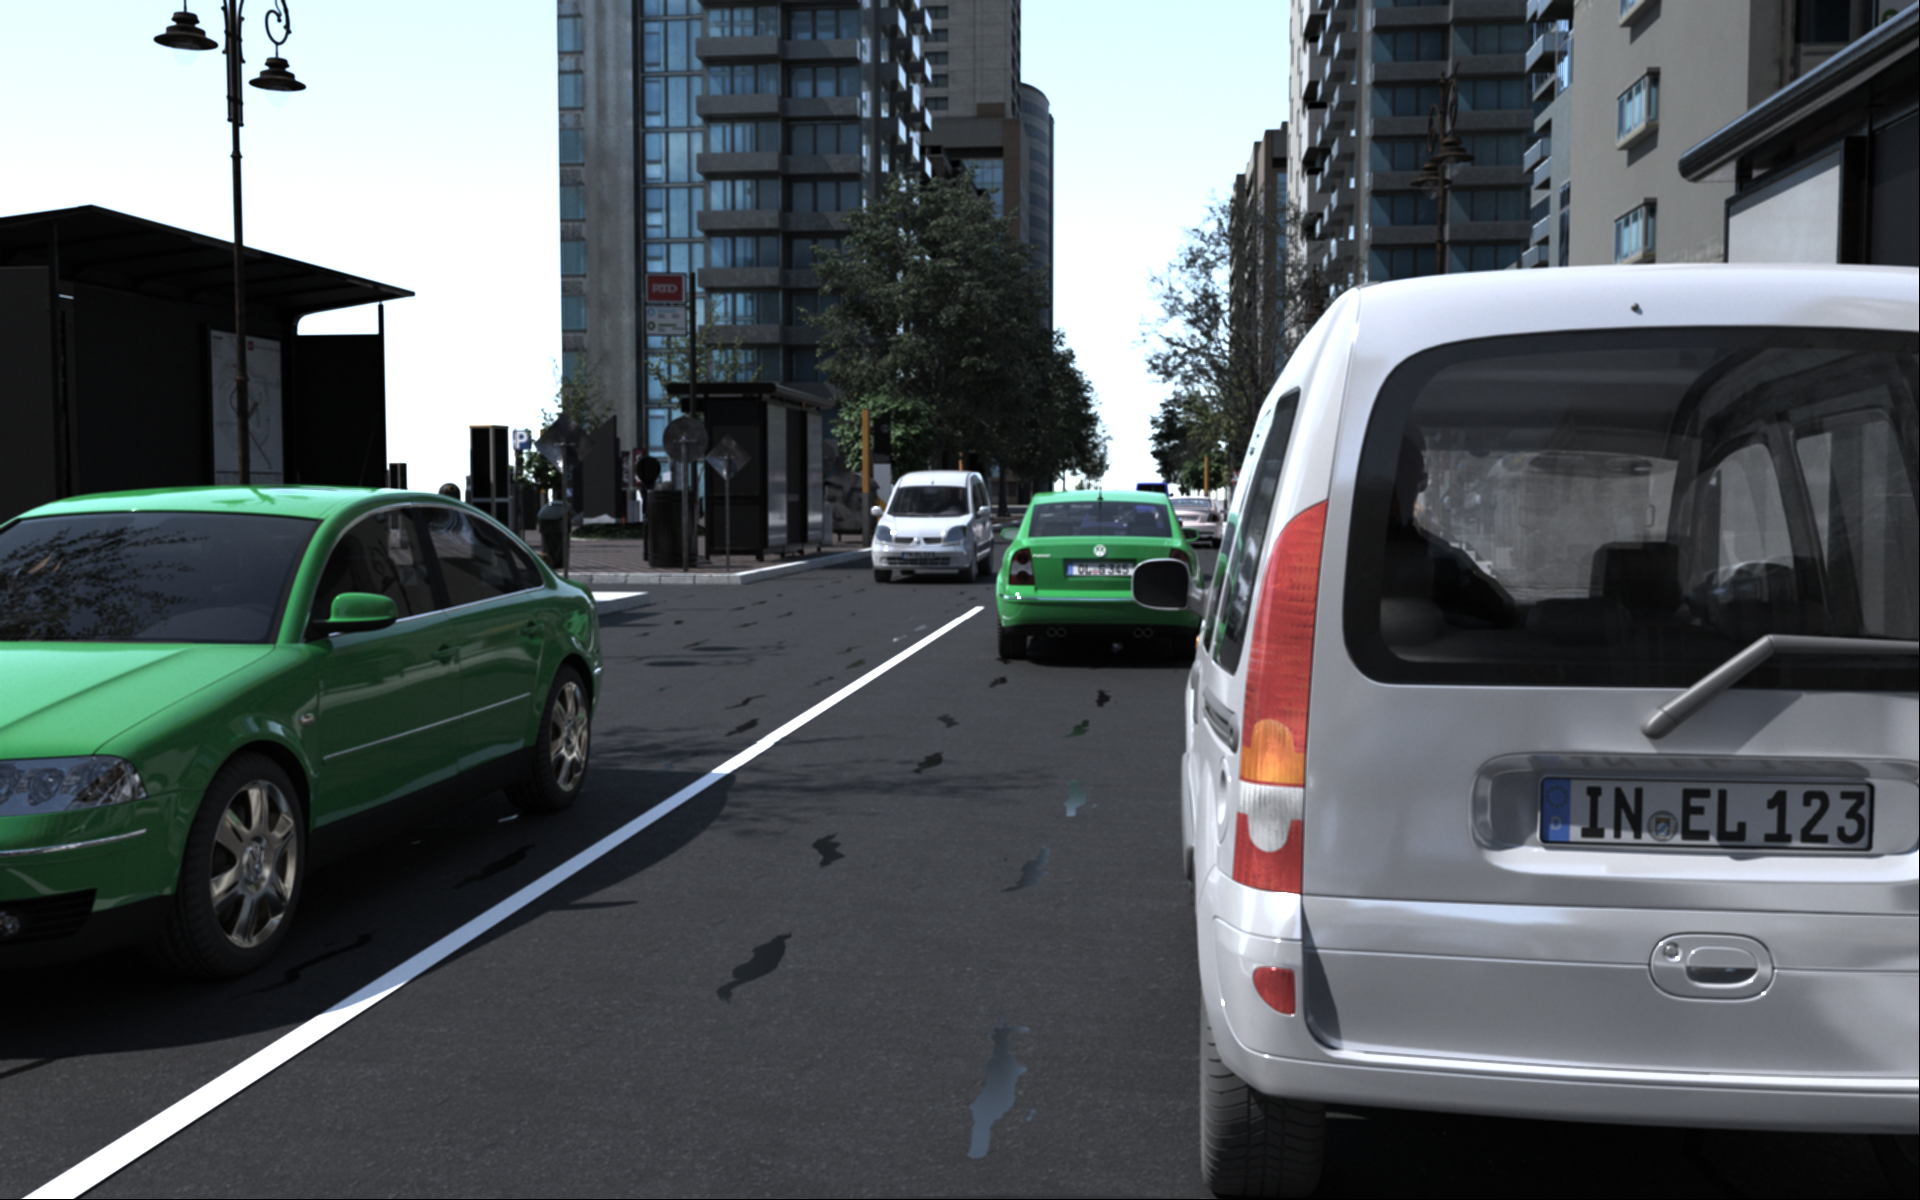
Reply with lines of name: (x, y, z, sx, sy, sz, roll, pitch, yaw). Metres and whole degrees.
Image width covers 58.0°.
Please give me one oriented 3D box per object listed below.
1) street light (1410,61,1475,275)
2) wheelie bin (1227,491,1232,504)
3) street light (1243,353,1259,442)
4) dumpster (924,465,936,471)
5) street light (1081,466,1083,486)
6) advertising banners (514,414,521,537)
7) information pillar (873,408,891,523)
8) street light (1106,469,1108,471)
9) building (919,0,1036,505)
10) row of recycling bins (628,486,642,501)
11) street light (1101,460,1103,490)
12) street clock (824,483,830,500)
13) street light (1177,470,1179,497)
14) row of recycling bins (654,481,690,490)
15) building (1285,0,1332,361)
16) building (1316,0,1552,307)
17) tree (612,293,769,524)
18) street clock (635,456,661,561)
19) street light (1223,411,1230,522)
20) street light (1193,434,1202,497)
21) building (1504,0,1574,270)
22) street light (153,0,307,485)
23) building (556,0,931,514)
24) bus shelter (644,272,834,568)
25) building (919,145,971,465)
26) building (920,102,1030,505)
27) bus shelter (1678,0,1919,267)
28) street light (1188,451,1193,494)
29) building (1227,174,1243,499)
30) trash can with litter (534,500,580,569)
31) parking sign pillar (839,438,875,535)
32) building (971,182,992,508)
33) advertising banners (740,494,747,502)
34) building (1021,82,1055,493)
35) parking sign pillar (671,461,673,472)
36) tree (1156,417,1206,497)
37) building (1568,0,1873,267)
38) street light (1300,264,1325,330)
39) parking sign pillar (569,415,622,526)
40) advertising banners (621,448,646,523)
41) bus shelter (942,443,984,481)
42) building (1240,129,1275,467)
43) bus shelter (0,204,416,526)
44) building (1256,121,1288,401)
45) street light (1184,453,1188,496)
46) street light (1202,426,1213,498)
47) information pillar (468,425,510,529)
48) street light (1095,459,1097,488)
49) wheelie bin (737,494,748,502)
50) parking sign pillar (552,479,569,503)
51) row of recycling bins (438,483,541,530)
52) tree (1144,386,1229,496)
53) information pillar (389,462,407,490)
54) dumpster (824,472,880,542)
street light: (5.274, -2.832, 19.091, 0.468, 5.910, 1.993, 0, 4, 7)
wheelie bin: (15.917, -5.689, 100.928, 0.693, 1.594, 0.980, 0, 4, 3)
street light: (9.562, -5.153, 57.038, 0.468, 5.910, 1.993, 0, 4, 7)
dumpster: (-1.317, -3.355, 57.342, 1.502, 2.255, 1.985, 0, 4, 6)
street light: (12.157, -12.209, 172.404, 0.468, 5.910, 1.993, 0, 4, 7)
advertising banners: (-9.994, -2.621, 39.045, 0.090, 3.025, 2.074, -1, 4, -12)
information pillar: (-2.110, -3.424, 47.330, 0.504, 3.616, 0.183, 0, 4, -1)
street light: (21.690, -17.277, 255.270, 0.468, 5.910, 1.993, 0, 4, 7)
building: (-0.617, -47.843, 220.491, 20.563, 71.187, 20.611, 0, 4, 7)
row of recycling bins: (-13.998, -4.257, 76.712, 1.069, 1.692, 3.534, 0, 4, 2)
street light: (19.054, -15.920, 233.074, 0.468, 5.910, 1.993, 0, 4, 7)
street clock: (-8.131, -6.151, 105.133, 0.471, 2.002, 0.358, 0, 4, -1)
street light: (30.378, -16.210, 237.828, 0.468, 5.910, 1.993, 0, 4, 7)
row of recycling bins: (-9.509, -3.055, 57.057, 1.069, 1.692, 3.534, 0, 4, -3)
building: (43.434, -34.493, 153.203, 28.713, 52.752, 27.495, 0, 4, 7)
building: (37.648, -30.886, 124.599, 23.786, 49.044, 30.456, 0, 4, 7)
tree: (-9.294, -6.866, 62.628, 4.737, 8.622, 4.395, 0, 3, 0)
street clock: (-5.994, -1.757, 33.296, 0.471, 2.002, 0.358, -1, 4, -20)
street light: (12.152, -6.504, 79.134, 0.468, 5.910, 1.993, 0, 4, 7)
street light: (18.282, -9.761, 132.386, 0.468, 5.910, 1.993, 0, 4, 7)
building: (35.559, -46.958, 80.439, 22.319, 86.520, 31.000, 0, 4, 7)
street light: (-5.975, -2.543, 14.371, 0.468, 5.910, 1.993, 0, 4, 7)
building: (-14.070, -30.655, 120.814, 23.786, 49.044, 30.456, 0, 4, 7)
bus shelter: (-4.337, -3.448, 34.014, 2.179, 5.291, 8.768, 0, 4, 6)
building: (-7.088, -22.767, 143.946, 14.160, 30.474, 14.107, 0, 4, 7)
building: (0.683, -33.802, 202.774, 14.600, 45.320, 14.200, 0, 4, 7)
bus shelter: (5.232, -1.906, 8.797, 2.179, 5.291, 8.768, 0, 4, 7)
street light: (21.008, -11.175, 155.497, 0.468, 5.910, 1.993, 0, 4, 7)
building: (49.551, -38.139, 247.270, 21.300, 48.544, 21.600, 0, 4, 7)
trash can with litter: (-6.999, -1.122, 29.724, 0.624, 1.170, 1.055, 1, 4, 11)
parking sign pillar: (-3.188, -4.081, 55.194, 1.447, 3.967, 1.447, 1, 4, 12)
building: (-4.745, -23.625, 157.963, 14.160, 30.474, 14.107, 0, 4, 7)
advertising banners: (-10.010, -5.330, 83.332, 0.090, 3.025, 2.074, -3, 4, -39)
building: (1.963, -43.012, 245.245, 21.231, 58.520, 28.212, 0, 4, 7)
parking sign pillar: (-16.470, -6.818, 99.950, 1.447, 3.967, 1.447, -1, 4, -14)
tree: (29.107, -18.459, 227.552, 9.928, 11.665, 9.643, 0, 3, 0)
building: (27.235, -25.629, 42.733, 21.600, 48.544, 21.300, 0, 4, 7)
street light: (7.122, -3.800, 34.925, 0.468, 5.910, 1.993, 0, 4, 7)
parking sign pillar: (-12.279, -4.339, 59.415, 1.447, 3.967, 1.447, 1, 4, 22)
advertising banners: (-12.946, -4.265, 65.926, 2.074, 3.025, 0.090, 0, 4, 4)
bus shelter: (0.246, -5.195, 76.223, 1.731, 3.624, 6.357, 0, 4, 7)
building: (48.264, -36.800, 225.387, 21.300, 48.544, 21.600, 0, 4, 7)
bus shelter: (-7.532, -1.589, 17.267, 1.731, 3.624, 6.357, 0, 4, 7)
building: (42.952, -34.123, 208.029, 14.600, 45.320, 14.200, 0, 4, 7)
street light: (23.580, -12.561, 178.153, 0.468, 5.910, 1.993, 0, 4, 7)
street light: (15.684, -8.349, 109.299, 0.468, 5.910, 1.993, 0, 4, 7)
information pillar: (-5.022, -0.858, 18.528, 0.304, 2.012, 0.304, 1, 4, 20)
street light: (16.488, -14.568, 210.975, 0.468, 5.910, 1.993, 0, 4, 7)
wheelie bin: (-13.216, -5.983, 105.731, 0.693, 1.594, 0.980, -3, 5, -42)
parking sign pillar: (-15.520, -4.970, 69.724, 1.447, 3.967, 1.447, 1, 4, 10)
row of recycling bins: (-16.956, -3.365, 62.123, 3.534, 1.692, 1.069, 0, 4, 1)
tree: (26.771, -18.191, 204.081, 9.857, 13.997, 8.962, 0, 3, 0)
information pillar: (-13.081, -2.194, 40.356, 0.304, 2.012, 0.304, 1, 4, 18)
dumpster: (-2.876, -2.445, 45.735, 1.264, 1.857, 1.865, 0, 4, 6)
